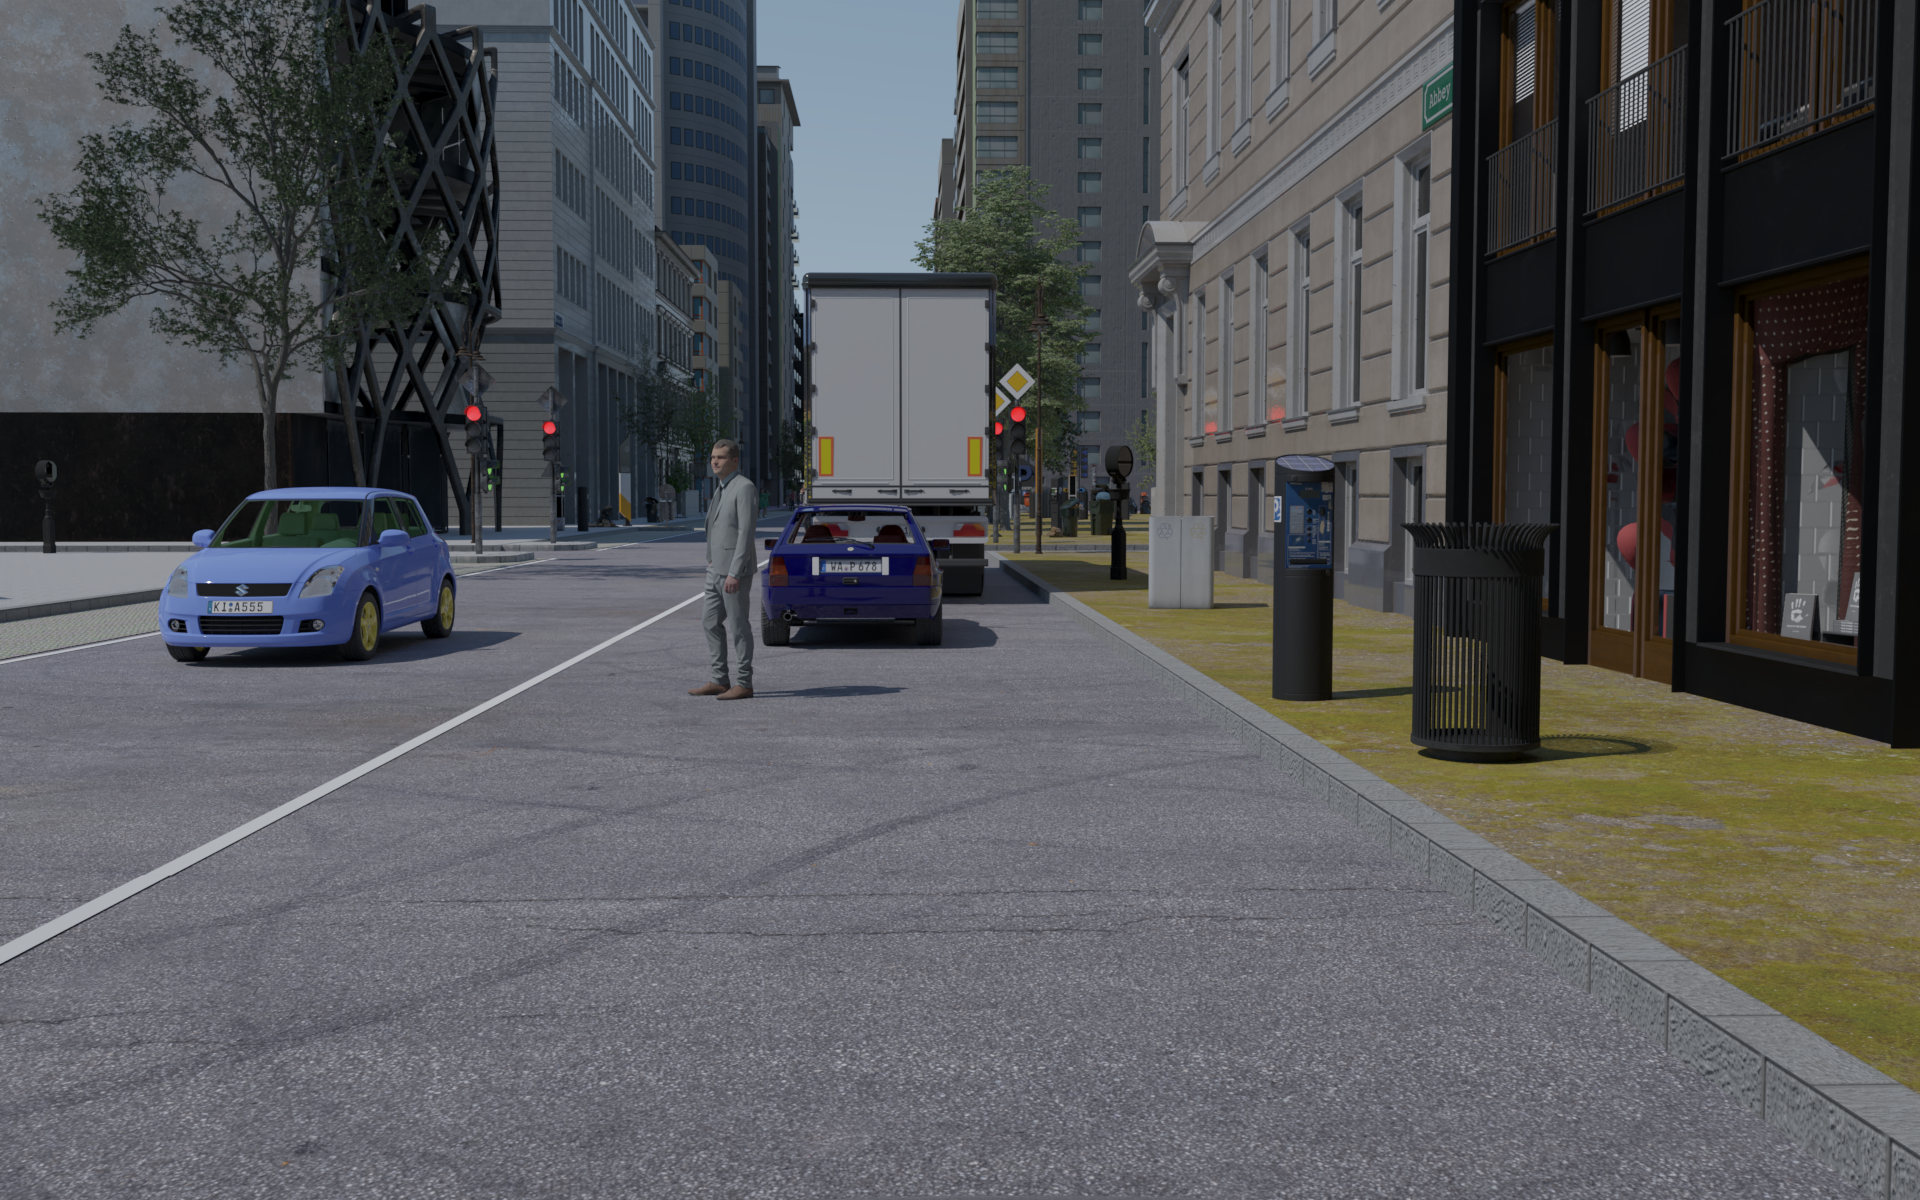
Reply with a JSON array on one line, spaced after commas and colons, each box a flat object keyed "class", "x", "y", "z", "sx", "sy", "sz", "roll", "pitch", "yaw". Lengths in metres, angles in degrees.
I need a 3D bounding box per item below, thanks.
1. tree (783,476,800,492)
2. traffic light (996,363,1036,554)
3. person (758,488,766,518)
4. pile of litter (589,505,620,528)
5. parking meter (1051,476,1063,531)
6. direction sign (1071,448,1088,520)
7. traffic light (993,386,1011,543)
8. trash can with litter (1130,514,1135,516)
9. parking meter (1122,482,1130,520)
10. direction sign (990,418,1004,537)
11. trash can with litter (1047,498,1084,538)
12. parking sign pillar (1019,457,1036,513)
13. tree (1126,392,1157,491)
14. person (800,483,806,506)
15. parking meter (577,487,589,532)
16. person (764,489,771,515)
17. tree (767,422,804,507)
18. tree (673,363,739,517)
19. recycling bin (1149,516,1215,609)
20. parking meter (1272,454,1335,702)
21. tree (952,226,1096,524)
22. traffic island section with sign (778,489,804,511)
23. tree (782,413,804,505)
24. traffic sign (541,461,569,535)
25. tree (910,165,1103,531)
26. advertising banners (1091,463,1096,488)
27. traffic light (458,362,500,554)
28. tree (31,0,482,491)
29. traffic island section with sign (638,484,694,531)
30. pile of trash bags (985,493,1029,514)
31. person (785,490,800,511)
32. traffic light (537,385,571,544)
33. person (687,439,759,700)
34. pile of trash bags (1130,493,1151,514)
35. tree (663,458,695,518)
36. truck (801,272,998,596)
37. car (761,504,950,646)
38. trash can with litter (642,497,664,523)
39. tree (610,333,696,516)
[{"class": "tree", "x": -18.051, "y": -11.579, "z": 183.915, "sx": 1.663, "sy": 3.219, "sz": 1.824, "roll": 0, "pitch": 3, "yaw": 0}, {"class": "traffic light", "x": 1.209, "y": -2.957, "z": 37.274, "sx": 0.839, "sy": 4.253, "sz": 0.868, "roll": 0, "pitch": 4, "yaw": -2}, {"class": "person", "x": -11.805, "y": -5.774, "z": 103.151, "sx": 0.529, "sy": 1.795, "sz": 0.600, "roll": 1, "pitch": 4, "yaw": 14}, {"class": "pile of litter", "x": -13.811, "y": -3.236, "z": 66.870, "sx": 1.176, "sy": 0.858, "sz": 1.719, "roll": -3, "pitch": 4, "yaw": -36}, {"class": "parking meter", "x": 3.067, "y": -3.004, "z": 54.833, "sx": 0.255, "sy": 1.863, "sz": 0.399, "roll": 2, "pitch": 4, "yaw": 34}, {"class": "direction sign", "x": 5.892, "y": -5.729, "z": 85.664, "sx": 0.876, "sy": 3.537, "sz": 0.379, "roll": 1, "pitch": 4, "yaw": 19}, {"class": "traffic light", "x": 0.920, "y": -3.445, "z": 45.254, "sx": 0.839, "sy": 4.253, "sz": 0.868, "roll": 0, "pitch": 4, "yaw": -2}, {"class": "trash can with litter", "x": 9.151, "y": -5.511, "z": 101.158, "sx": 2.233, "sy": 1.210, "sz": 1.678, "roll": 0, "pitch": 4, "yaw": 1}, {"class": "parking meter", "x": 8.204, "y": -4.904, "z": 85.893, "sx": 0.399, "sy": 1.863, "sz": 0.255, "roll": 2, "pitch": 4, "yaw": 24}, {"class": "direction sign", "x": 1.089, "y": -3.663, "z": 51.888, "sx": 0.379, "sy": 3.537, "sz": 0.876, "roll": -2, "pitch": 4, "yaw": -26}, {"class": "trash can with litter", "x": 3.113, "y": -2.440, "z": 51.276, "sx": 1.055, "sy": 1.170, "sz": 0.624, "roll": -3, "pitch": 4, "yaw": -39}, {"class": "parking sign pillar", "x": 4.413, "y": -7.847, "z": 116.771, "sx": 1.447, "sy": 3.967, "sz": 1.447, "roll": 1, "pitch": 4, "yaw": 20}, {"class": "tree", "x": 13.617, "y": -10.259, "z": 118.094, "sx": 4.737, "sy": 8.622, "sz": 4.395, "roll": 0, "pitch": 3, "yaw": 0}, {"class": "person", "x": -4.717, "y": -2.732, "z": 53.349, "sx": 0.473, "sy": 1.802, "sz": 0.592, "roll": 0, "pitch": 4, "yaw": -1}, {"class": "parking meter", "x": -12.927, "y": -3.116, "z": 59.350, "sx": 0.372, "sy": 1.533, "sz": 0.369, "roll": 0, "pitch": 3, "yaw": 0}, {"class": "person", "x": -13.320, "y": -6.722, "z": 118.650, "sx": 0.600, "sy": 1.795, "sz": 0.529, "roll": 2, "pitch": 4, "yaw": 25}, {"class": "tree", "x": -17.597, "y": -13.825, "z": 176.404, "sx": 4.360, "sy": 8.622, "sz": 3.978, "roll": 0, "pitch": 3, "yaw": 0}, {"class": "tree", "x": -14.592, "y": -9.026, "z": 97.935, "sx": 4.737, "sy": 8.622, "sz": 4.395, "roll": 0, "pitch": 3, "yaw": 0}, {"class": "recycling bin", "x": 2.511, "y": -0.433, "z": 19.626, "sx": 0.722, "sy": 1.027, "sz": 0.722, "roll": 0, "pitch": 4, "yaw": 8}, {"class": "parking meter", "x": 2.150, "y": -0.149, "z": 10.839, "sx": 0.372, "sy": 1.533, "sz": 0.369, "roll": 0, "pitch": 3, "yaw": 0}, {"class": "tree", "x": 1.344, "y": -9.601, "z": 73.987, "sx": 9.611, "sy": 12.733, "sz": 9.660, "roll": 0, "pitch": 3, "yaw": 0}, {"class": "traffic island section with sign", "x": -14.205, "y": -8.331, "z": 144.846, "sx": 1.989, "sy": 1.847, "sz": 2.006, "roll": 0, "pitch": 4, "yaw": -2}, {"class": "tree", "x": -18.419, "y": -16.083, "z": 197.362, "sx": 8.767, "sy": 10.594, "sz": 7.601, "roll": 0, "pitch": 4, "yaw": -3}, {"class": "traffic sign", "x": -12.747, "y": -3.336, "z": 54.554, "sx": 0.884, "sy": 2.594, "sz": 0.081, "roll": 0, "pitch": 4, "yaw": -2}, {"class": "tree", "x": 1.335, "y": -8.689, "z": 60.200, "sx": 7.486, "sy": 12.596, "sz": 7.792, "roll": 0, "pitch": 3, "yaw": 0}, {"class": "advertising banners", "x": 8.042, "y": -6.262, "z": 98.578, "sx": 0.090, "sy": 3.025, "sz": 2.074, "roll": 3, "pitch": 5, "yaw": 39}, {"class": "traffic light", "x": -10.244, "y": -2.931, "z": 36.844, "sx": 0.839, "sy": 4.253, "sz": 0.868, "roll": 0, "pitch": 4, "yaw": -2}, {"class": "tree", "x": -12.182, "y": -5.831, "z": 29.754, "sx": 8.767, "sy": 10.594, "sz": 7.601, "roll": 1, "pitch": 4, "yaw": 17}, {"class": "traffic island section with sign", "x": -11.404, "y": -3.595, "z": 67.400, "sx": 1.989, "sy": 1.847, "sz": 2.006, "roll": 0, "pitch": 4, "yaw": -2}, {"class": "pile of trash bags", "x": 3.201, "y": -6.387, "z": 114.176, "sx": 3.447, "sy": 1.369, "sz": 1.912, "roll": 1, "pitch": 4, "yaw": 23}, {"class": "person", "x": -13.763, "y": -8.138, "z": 142.281, "sx": 1.217, "sy": 1.743, "sz": 0.721, "roll": 0, "pitch": 4, "yaw": -4}, {"class": "traffic light", "x": -10.534, "y": -3.419, "z": 44.824, "sx": 0.839, "sy": 4.253, "sz": 0.868, "roll": 0, "pitch": 4, "yaw": -2}, {"class": "person", "x": -1.610, "y": -0.217, "z": 12.146, "sx": 0.391, "sy": 1.810, "sz": 0.635, "roll": -2, "pitch": 4, "yaw": -35}, {"class": "pile of trash bags", "x": 11.535, "y": -6.188, "z": 110.918, "sx": 1.912, "sy": 1.369, "sz": 3.447, "roll": 1, "pitch": 4, "yaw": 15}, {"class": "tree", "x": -15.054, "y": -6.019, "z": 93.012, "sx": 1.663, "sy": 3.219, "sz": 1.824, "roll": 0, "pitch": 3, "yaw": 0}, {"class": "truck", "x": -0.931, "y": -2.363, "z": 27.544, "sx": 2.839, "sy": 4.237, "sz": 11.283, "roll": 0, "pitch": 4, "yaw": -2}, {"class": "car", "x": -1.064, "y": -0.315, "z": 17.735, "sx": 1.945, "sy": 1.354, "sz": 3.894, "roll": 0, "pitch": 4, "yaw": -2}, {"class": "trash can with litter", "x": -13.744, "y": -4.055, "z": 77.691, "sx": 0.624, "sy": 1.170, "sz": 1.055, "roll": 1, "pitch": 4, "yaw": 19}, {"class": "tree", "x": -13.819, "y": -7.862, "z": 78.899, "sx": 4.360, "sy": 8.622, "sz": 3.978, "roll": 0, "pitch": 3, "yaw": 0}]
